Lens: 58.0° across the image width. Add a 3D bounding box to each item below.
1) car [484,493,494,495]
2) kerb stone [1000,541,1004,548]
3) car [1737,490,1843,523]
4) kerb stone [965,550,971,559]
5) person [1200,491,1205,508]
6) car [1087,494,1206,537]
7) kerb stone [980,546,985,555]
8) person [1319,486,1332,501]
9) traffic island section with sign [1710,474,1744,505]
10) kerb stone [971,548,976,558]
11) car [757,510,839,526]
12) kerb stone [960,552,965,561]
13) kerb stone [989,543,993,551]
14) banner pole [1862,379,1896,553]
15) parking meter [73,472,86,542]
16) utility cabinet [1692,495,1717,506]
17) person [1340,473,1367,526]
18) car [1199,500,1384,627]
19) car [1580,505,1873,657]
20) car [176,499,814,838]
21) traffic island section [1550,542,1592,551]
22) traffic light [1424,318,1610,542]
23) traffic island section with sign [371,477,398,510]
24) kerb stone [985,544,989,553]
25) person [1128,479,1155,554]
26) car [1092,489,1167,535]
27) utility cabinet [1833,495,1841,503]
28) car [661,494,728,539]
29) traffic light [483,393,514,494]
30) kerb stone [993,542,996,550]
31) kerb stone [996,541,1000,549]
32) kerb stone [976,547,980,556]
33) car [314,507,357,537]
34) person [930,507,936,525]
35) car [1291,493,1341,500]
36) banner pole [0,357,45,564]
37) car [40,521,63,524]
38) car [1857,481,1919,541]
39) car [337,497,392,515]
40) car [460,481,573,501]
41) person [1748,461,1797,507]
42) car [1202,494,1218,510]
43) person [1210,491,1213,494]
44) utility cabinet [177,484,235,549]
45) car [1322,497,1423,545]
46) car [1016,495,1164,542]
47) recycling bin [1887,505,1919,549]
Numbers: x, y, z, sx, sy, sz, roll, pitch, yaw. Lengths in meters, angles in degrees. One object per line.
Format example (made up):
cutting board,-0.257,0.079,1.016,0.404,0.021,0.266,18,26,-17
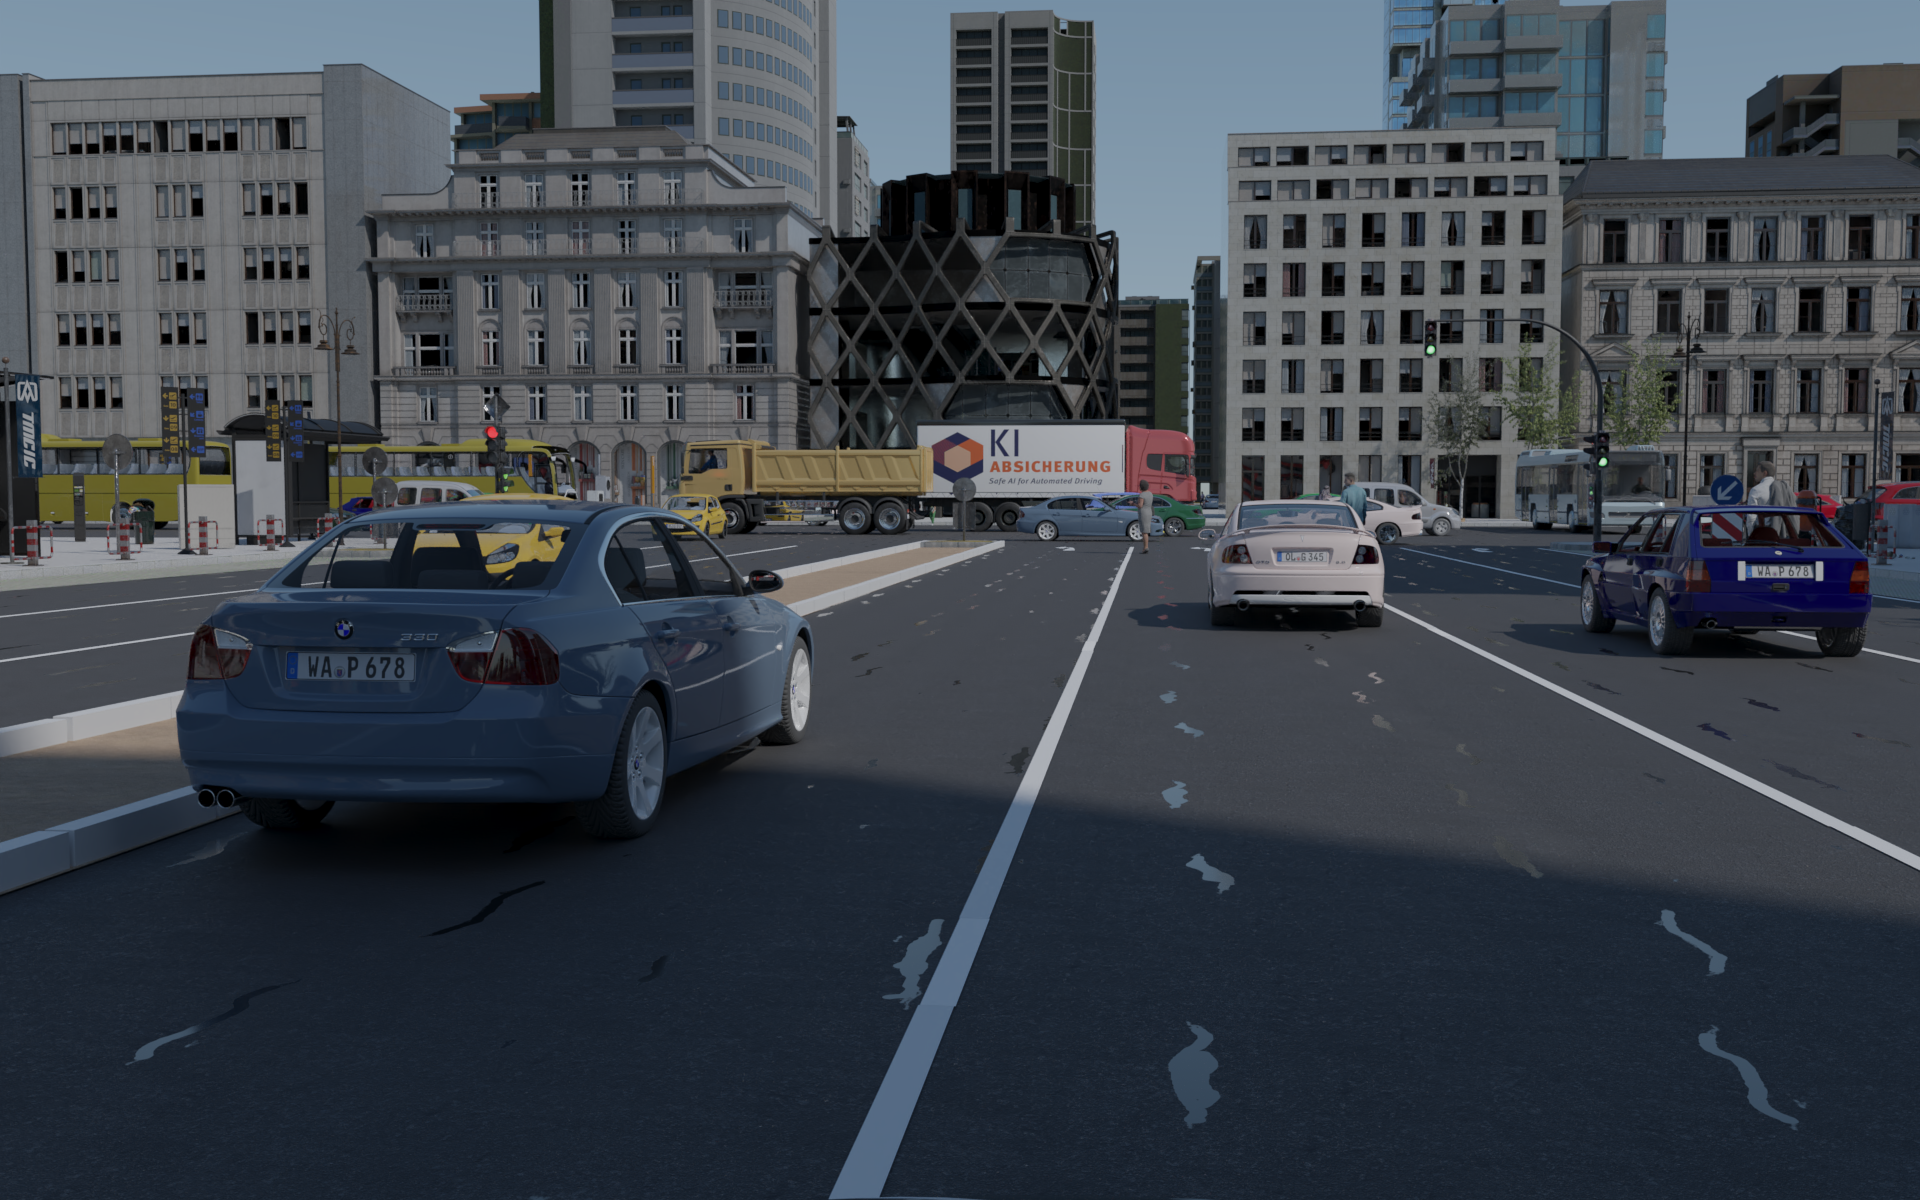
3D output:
car,-16.136,-2.959,57.170,4.718,1.807,1.959,0,4,6
kerb stone,0.987,-1.457,46.031,0.120,0.150,1.000,0,4,6
car,25.472,-2.777,54.443,4.494,1.783,2.155,0,4,8
kerb stone,0.070,-0.951,37.852,0.120,0.150,1.000,0,4,6
person,25.586,-10.623,183.123,0.436,1.711,0.756,-1,4,-17
car,5.901,-2.890,59.055,4.920,1.459,2.131,0,4,5
kerb stone,0.422,-1.145,40.919,0.120,0.150,1.000,0,4,6
person,13.342,-3.308,63.247,0.551,1.740,0.621,2,4,29
traffic island section with sign,15.505,-1.665,35.850,1.989,1.847,2.006,0,4,6
kerb stone,0.186,-1.020,38.878,0.120,0.150,1.000,0,4,6
car,-7.730,-4.023,78.133,4.827,1.381,2.083,1,4,8
kerb stone,-0.051,-0.895,36.831,0.120,0.150,1.000,0,4,6
kerb stone,0.640,-1.268,42.967,0.120,0.150,1.000,0,4,6
banner pole,19.937,-2.904,37.490,0.401,3.779,0.863,0,4,-4
parking meter,-23.654,-2.496,46.522,0.255,1.863,0.399,-2,4,-23
utility cabinet,34.101,-4.167,79.294,1.020,1.237,0.306,2,4,35
person,7.527,-1.521,33.233,0.638,1.841,0.748,0,4,0
car,3.826,-0.475,20.131,2.083,1.381,4.827,0,4,8
car,7.222,-0.251,16.687,1.945,1.354,3.894,0,4,6
car,-1.978,0.209,8.592,2.014,1.417,4.499,1,4,8
traffic island section,16.502,-1.379,44.832,2.009,0.180,2.903,0,4,6
traffic light,14.375,-4.290,44.814,4.771,5.953,1.251,0,4,6
traffic island section with sign,-13.459,-1.910,39.854,1.989,1.847,2.006,0,4,6
kerb stone,0.522,-1.207,41.945,0.120,0.150,1.000,0,4,6
person,4.393,-2.002,41.590,0.532,1.782,0.716,3,4,37
car,6.144,-3.169,61.408,3.694,1.707,1.945,0,4,4
utility cabinet,42.521,-4.456,84.010,0.306,1.237,1.020,2,4,31
car,-8.479,-2.698,54.339,2.015,1.641,3.980,0,4,5
traffic light,-12.816,-3.612,47.984,0.839,4.253,0.868,0,4,6
kerb stone,0.753,-1.333,43.988,0.120,0.150,1.000,0,4,6
kerb stone,0.873,-1.395,45.010,0.120,0.150,1.000,0,4,6
kerb stone,0.302,-1.083,39.899,0.120,0.150,1.000,0,4,6
car,-22.473,-2.991,58.691,4.222,1.686,2.009,0,4,5
person,-1.245,-4.060,79.129,0.306,1.304,0.590,1,4,9
car,13.344,-3.497,65.965,4.718,1.807,1.959,0,4,7
banner pole,-17.265,-2.559,31.858,0.401,3.779,0.863,2,4,32
car,-44.740,-4.490,82.997,3.694,1.707,1.945,0,4,6
car,29.494,-2.630,51.672,5.304,1.827,2.281,0,4,6
car,-22.021,-3.331,67.043,3.894,1.354,1.945,0,4,5
car,-5.974,-0.765,22.739,2.015,1.641,3.980,0,4,7
person,9.829,-0.756,20.957,0.679,1.850,0.850,-1,4,-11
car,21.768,-8.367,148.798,2.014,1.417,4.499,0,4,8
person,26.092,-10.454,180.140,1.217,1.735,0.721,3,5,42
utility cabinet,-17.500,-1.929,40.216,1.173,1.500,0.318,-2,4,-31
car,10.818,-2.288,49.764,4.827,1.381,2.083,0,4,6
car,3.980,-2.509,53.023,4.499,1.417,2.014,1,4,8
recycling bin,22.461,-1.737,40.948,0.722,1.027,0.722,-1,4,-21
